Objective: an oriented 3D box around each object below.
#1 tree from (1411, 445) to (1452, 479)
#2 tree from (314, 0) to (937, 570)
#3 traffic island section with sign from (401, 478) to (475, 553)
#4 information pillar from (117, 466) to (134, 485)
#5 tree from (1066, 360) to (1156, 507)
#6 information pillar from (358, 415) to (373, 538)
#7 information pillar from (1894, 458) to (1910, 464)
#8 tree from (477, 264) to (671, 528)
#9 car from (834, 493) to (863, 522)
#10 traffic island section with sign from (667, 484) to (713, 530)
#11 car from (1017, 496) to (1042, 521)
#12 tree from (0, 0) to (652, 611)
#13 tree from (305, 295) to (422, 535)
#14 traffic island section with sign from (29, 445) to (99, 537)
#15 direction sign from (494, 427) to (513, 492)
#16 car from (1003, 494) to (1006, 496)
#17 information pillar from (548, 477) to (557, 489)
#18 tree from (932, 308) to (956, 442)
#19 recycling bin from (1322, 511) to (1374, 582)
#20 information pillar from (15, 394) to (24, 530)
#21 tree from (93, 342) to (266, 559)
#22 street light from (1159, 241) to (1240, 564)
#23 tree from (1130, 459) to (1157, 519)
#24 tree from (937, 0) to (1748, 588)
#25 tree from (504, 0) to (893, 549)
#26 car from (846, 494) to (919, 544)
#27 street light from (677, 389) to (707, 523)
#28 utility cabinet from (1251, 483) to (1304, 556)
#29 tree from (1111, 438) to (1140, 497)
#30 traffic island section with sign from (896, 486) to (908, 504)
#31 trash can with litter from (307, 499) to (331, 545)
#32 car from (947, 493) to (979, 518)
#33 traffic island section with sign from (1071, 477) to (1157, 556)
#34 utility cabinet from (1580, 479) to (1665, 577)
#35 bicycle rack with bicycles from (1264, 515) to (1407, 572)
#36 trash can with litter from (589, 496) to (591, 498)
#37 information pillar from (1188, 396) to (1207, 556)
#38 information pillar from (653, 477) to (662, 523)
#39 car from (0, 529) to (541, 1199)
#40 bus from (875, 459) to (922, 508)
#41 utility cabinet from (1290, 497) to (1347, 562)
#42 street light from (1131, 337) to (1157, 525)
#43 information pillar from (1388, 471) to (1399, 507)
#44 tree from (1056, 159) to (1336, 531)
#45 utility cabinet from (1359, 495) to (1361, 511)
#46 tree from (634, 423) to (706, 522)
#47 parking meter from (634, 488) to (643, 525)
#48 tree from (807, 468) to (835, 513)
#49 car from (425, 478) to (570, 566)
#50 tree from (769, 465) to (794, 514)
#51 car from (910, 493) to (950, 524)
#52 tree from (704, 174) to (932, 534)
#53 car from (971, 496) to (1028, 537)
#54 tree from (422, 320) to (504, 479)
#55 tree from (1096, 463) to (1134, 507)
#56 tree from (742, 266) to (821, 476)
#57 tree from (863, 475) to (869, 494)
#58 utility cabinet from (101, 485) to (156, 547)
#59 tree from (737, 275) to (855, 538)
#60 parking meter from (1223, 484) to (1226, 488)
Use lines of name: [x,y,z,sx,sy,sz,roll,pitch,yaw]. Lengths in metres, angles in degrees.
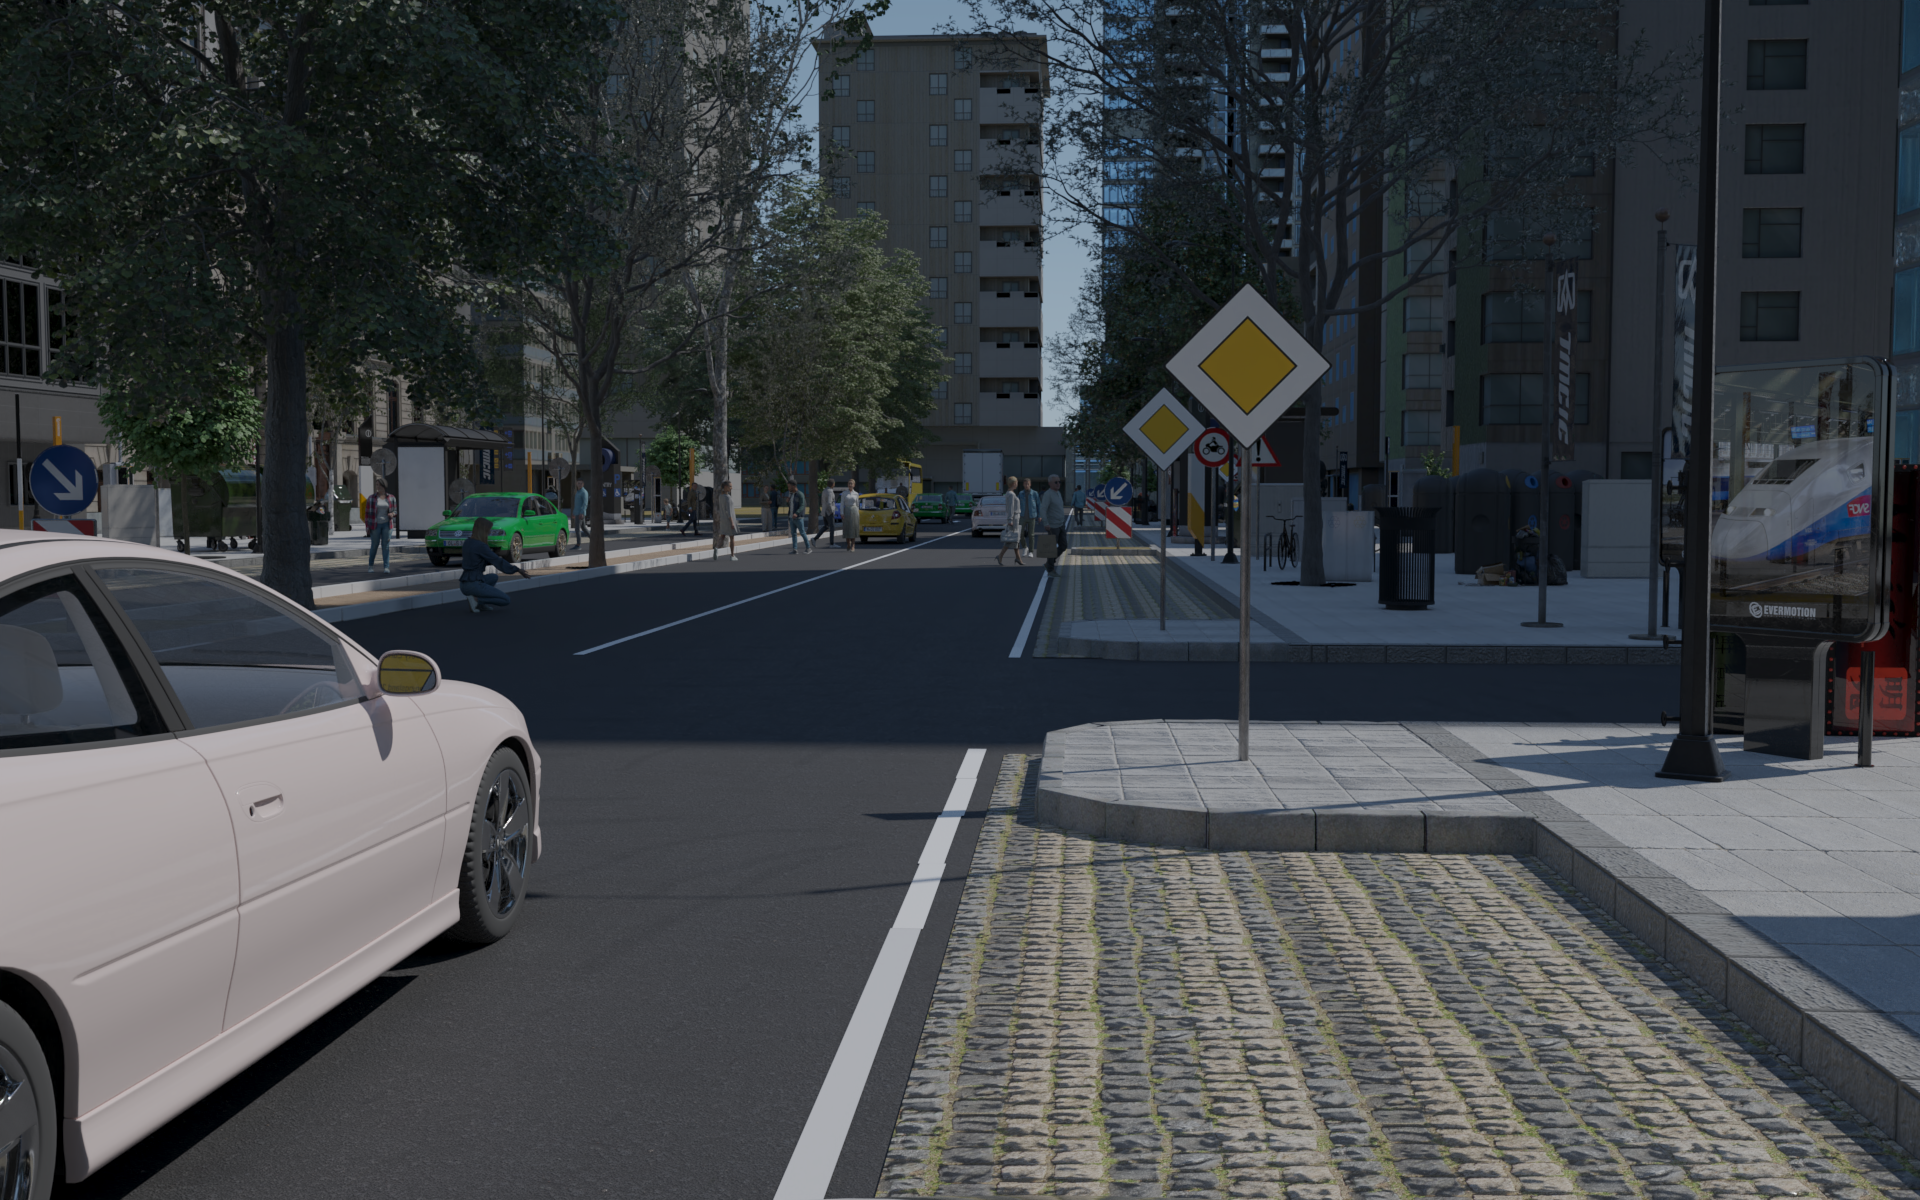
tree: [18.590,-4.533,68.718,1.663,3.219,1.824,0,3,0]
tree: [-6.892,-7.318,32.476,12.009,13.543,11.850,0,3,0]
traffic island section with sign: [-12.377,-2.071,42.496,1.989,1.847,2.006,0,4,4]
information pillar: [-21.809,-2.495,45.289,0.304,2.012,0.304,0,4,-2]
tree: [9.912,-10.029,98.394,7.601,10.594,8.767,2,4,23]
information pillar: [-17.499,-3.651,51.051,0.183,3.616,0.504,2,4,27]
information pillar: [19.248,-1.901,35.573,0.304,2.012,0.304,-2,4,-30]
tree: [-14.543,-7.930,64.061,8.767,10.594,7.601,1,4,18]
car: [-5.603,-4.856,88.995,1.945,1.707,3.694,0,4,3]
traffic island section with sign: [-10.548,-3.716,69.389,1.989,1.847,2.006,0,4,4]
car: [3.696,-5.056,95.251,1.945,1.354,3.894,0,4,4]
tree: [-8.008,-6.795,20.208,9.857,13.997,8.962,0,3,0]
tree: [-19.585,-6.334,53.915,4.360,8.622,3.978,0,3,0]
traffic island section with sign: [-8.248,-0.522,16.674,2.006,1.907,1.989,0,4,4]
direction sign: [-15.506,-4.074,58.603,0.379,3.537,0.876,3,5,42]
car: [3.502,-8.647,153.169,2.131,1.459,4.920,0,4,3]
information pillar: [-17.411,-4.254,74.041,0.304,2.012,0.304,1,4,13]
tree: [-4.390,-9.220,71.332,7.486,12.596,7.792,0,3,0]
recycling bin: [5.748,-0.801,25.647,0.722,1.027,0.722,1,4,16]
information pillar: [-22.083,-3.017,40.678,0.183,3.616,0.504,-2,4,-27]
tree: [-15.390,-3.098,34.372,4.285,4.588,4.351,0,3,0]
street light: [4.457,-3.629,31.882,1.470,5.913,1.316,0,4,4]
tree: [9.598,-5.670,87.306,1.663,3.219,1.824,0,3,0]
tree: [4.805,-6.936,23.776,12.009,13.543,11.850,0,3,0]
tree: [-7.374,-11.438,45.359,12.611,20.169,13.585,0,3,0]
car: [-2.283,-2.497,51.049,2.015,1.641,3.980,0,4,6]
street light: [-11.837,-6.352,76.403,1.470,5.913,1.316,0,4,4]
utility cabinet: [6.468,-1.646,35.590,1.173,1.500,0.318,1,4,12]
tree: [11.075,-9.843,111.292,4.360,8.622,3.978,0,3,0]
traffic island section with sign: [-3.142,-5.107,91.639,2.006,1.907,1.989,0,4,4]
trash can with litter: [-16.292,-1.952,43.298,1.055,1.170,0.624,0,4,5]
car: [0.108,-5.798,103.597,1.959,1.807,4.718,0,4,3]
traffic island section with sign: [3.615,-1.972,40.863,1.989,1.847,2.006,0,4,4]
utility cabinet: [10.105,-1.084,26.398,1.173,1.500,0.318,0,4,0]
bicycle rack with bicycles: [6.299,-0.991,29.584,2.852,0.926,2.925,1,4,14]
trash can with litter: [-19.689,-4.926,91.600,1.678,1.210,2.233,1,4,14]
information pillar: [4.874,-2.709,35.640,0.183,3.616,0.504,3,5,43]
information pillar: [-13.334,-4.395,76.343,0.304,2.012,0.304,-1,4,-20]
car: [-2.459,0.502,4.158,2.083,1.381,4.827,0,4,3]
bus: [-4.288,-7.876,120.318,2.896,3.916,12.252,0,4,3]
utility cabinet: [6.819,-1.332,32.937,1.020,1.237,0.306,0,4,6]
street light: [5.766,-4.823,51.393,1.470,5.913,1.316,0,4,4]
information pillar: [13.754,-3.089,54.999,0.304,2.012,0.304,0,4,5]
tree: [8.106,-8.714,59.488,9.611,12.733,9.660,0,3,0]
utility cabinet: [19.302,-4.333,82.012,1.020,1.237,0.306,-3,5,-41]
tree: [-13.312,-5.909,80.321,4.285,4.588,4.351,0,3,0]
parking meter: [-13.568,-3.955,73.075,0.372,1.533,0.369,0,3,0]
tree: [-9.969,-7.613,119.068,1.663,3.219,1.824,0,3,0]
car: [-9.578,-1.668,36.062,1.959,1.807,4.718,0,4,6]
tree: [-11.319,-7.052,109.906,1.663,3.219,1.824,0,3,0]
car: [-1.444,-4.648,84.798,1.959,1.807,4.718,0,4,4]
tree: [-5.300,-8.628,61.646,7.486,12.596,7.792,0,3,0]
car: [1.381,-2.840,58.799,2.083,1.381,4.827,0,4,3]
tree: [-21.060,-7.477,72.615,4.360,8.622,3.978,0,3,0]
tree: [13.763,-10.339,152.764,4.285,4.588,4.351,0,3,0]
tree: [-12.371,-11.315,91.655,9.857,13.997,8.962,0,3,0]
tree: [-7.717,-9.656,152.474,1.663,3.219,1.824,0,3,0]
utility cabinet: [-19.795,-1.991,41.226,0.318,1.500,1.173,2,4,34]
tree: [-5.432,-6.287,55.616,4.360,8.622,3.978,0,3,0]
parking meter: [13.450,-4.983,87.181,0.399,1.863,0.255,2,4,35]
